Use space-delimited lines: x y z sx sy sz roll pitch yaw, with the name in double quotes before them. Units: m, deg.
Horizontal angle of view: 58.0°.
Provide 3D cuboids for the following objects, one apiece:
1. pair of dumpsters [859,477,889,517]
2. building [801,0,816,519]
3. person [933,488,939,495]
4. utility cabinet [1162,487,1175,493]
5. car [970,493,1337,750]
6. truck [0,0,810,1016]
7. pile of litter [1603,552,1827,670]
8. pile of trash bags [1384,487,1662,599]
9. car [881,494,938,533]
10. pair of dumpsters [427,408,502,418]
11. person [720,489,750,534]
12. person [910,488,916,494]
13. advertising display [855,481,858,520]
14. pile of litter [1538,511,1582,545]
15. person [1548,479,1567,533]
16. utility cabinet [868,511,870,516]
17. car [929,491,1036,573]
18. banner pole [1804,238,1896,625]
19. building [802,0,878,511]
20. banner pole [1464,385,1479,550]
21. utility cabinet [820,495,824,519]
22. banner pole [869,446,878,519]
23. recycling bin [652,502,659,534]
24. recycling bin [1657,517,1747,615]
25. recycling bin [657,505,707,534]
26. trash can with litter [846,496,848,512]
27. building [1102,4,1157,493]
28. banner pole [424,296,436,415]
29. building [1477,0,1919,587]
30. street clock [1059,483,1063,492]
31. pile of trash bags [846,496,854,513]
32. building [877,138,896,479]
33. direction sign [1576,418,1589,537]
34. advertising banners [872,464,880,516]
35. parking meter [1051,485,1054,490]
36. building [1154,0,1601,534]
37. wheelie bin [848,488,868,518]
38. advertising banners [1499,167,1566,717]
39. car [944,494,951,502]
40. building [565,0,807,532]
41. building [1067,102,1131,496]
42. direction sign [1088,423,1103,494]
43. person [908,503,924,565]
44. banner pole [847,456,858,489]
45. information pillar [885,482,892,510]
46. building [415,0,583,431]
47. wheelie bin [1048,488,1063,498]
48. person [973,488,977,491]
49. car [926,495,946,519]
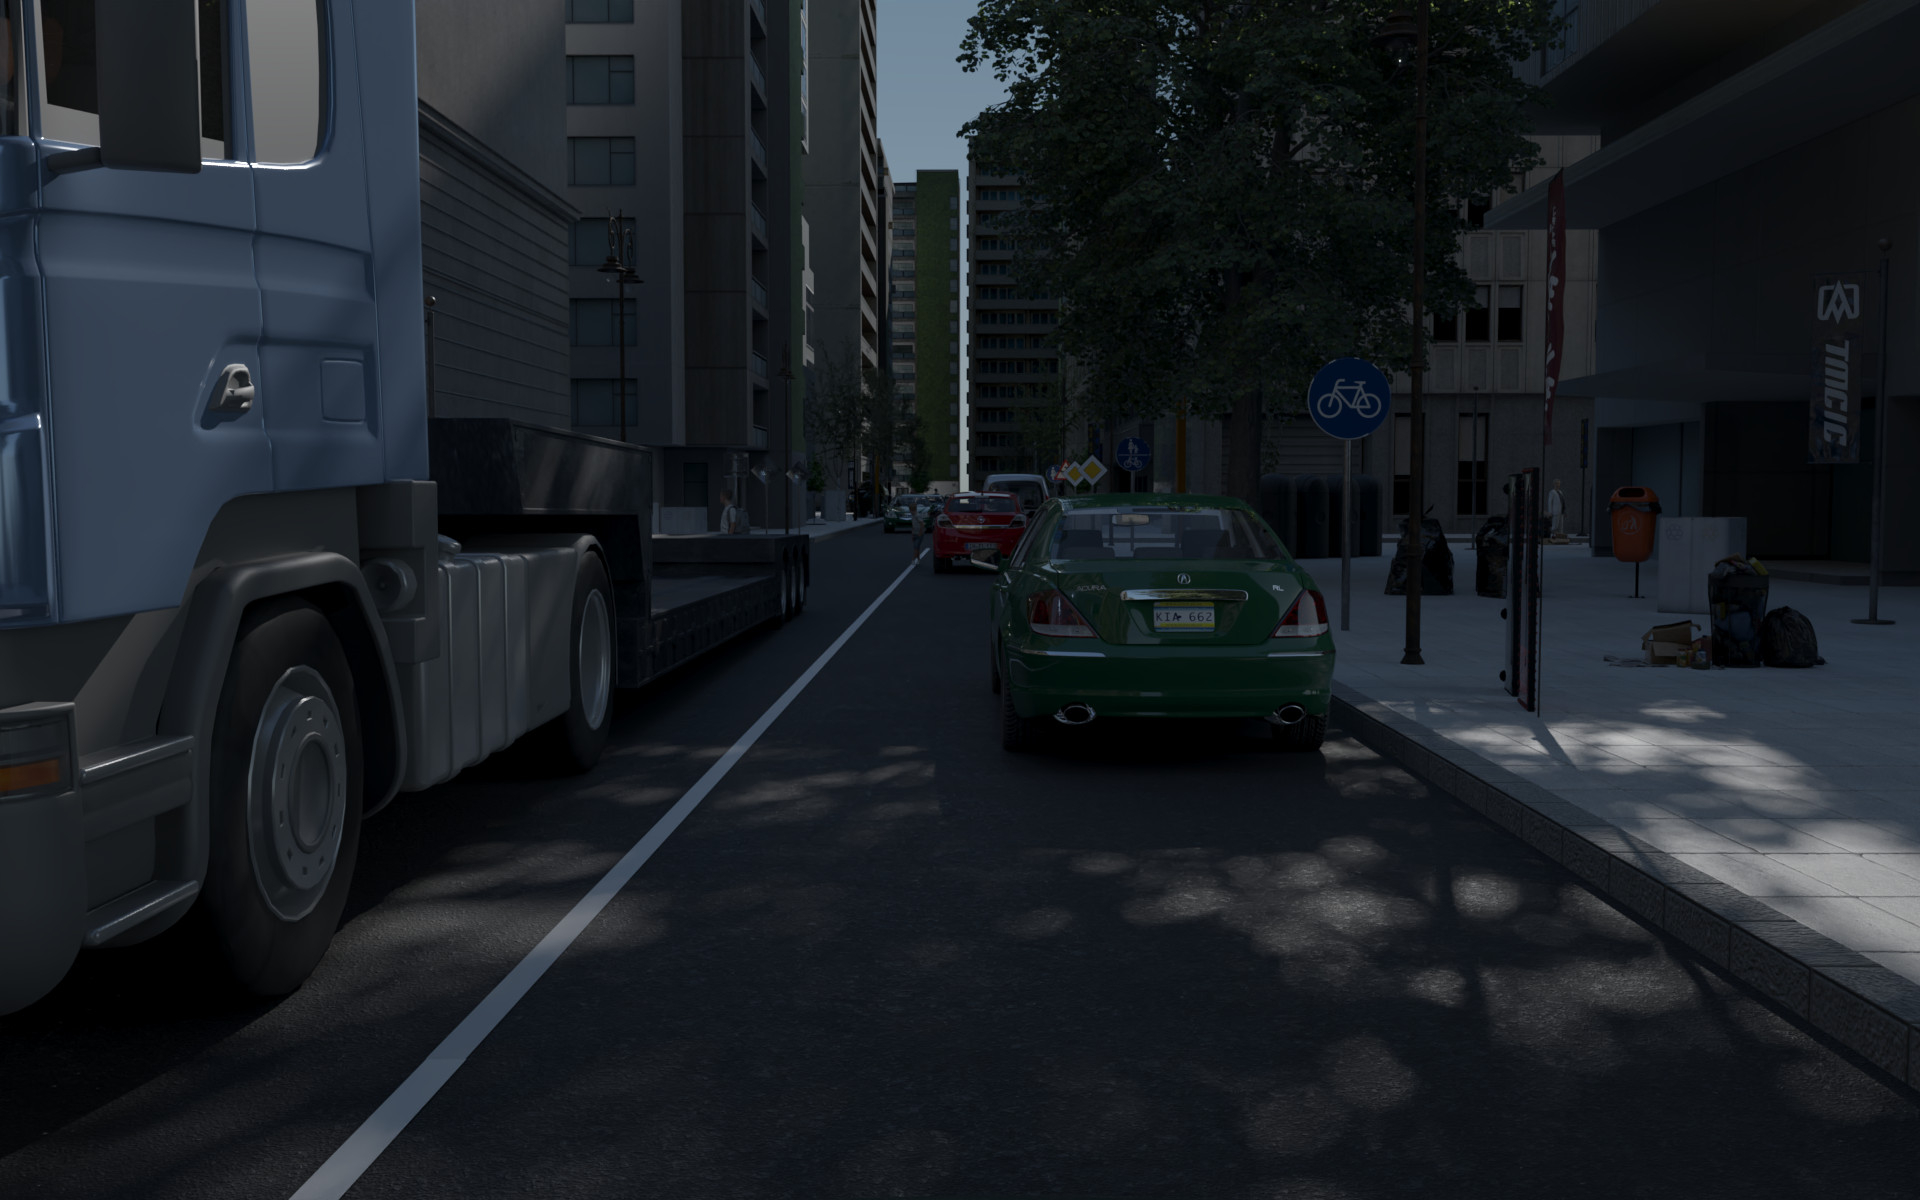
"pair of dumpsters" -4.836 -5.759 96.651 1.574 2.255 4.437 0 4 0
"building" -18.799 -47.837 94.814 22.319 86.520 31.000 0 4 1
"person" -1.397 -6.023 107.319 0.599 1.781 0.374 1 4 18
"utility cabinet" 6.820 -2.926 56.513 0.318 1.500 1.173 1 4 17
"car" 1.131 0.042 11.116 2.131 1.459 4.920 0 4 0
"truck" -3.071 -1.355 11.910 2.967 4.110 18.799 0 3 0
"pile of litter" 5.720 0.052 13.117 1.719 0.858 1.176 1 4 10
"pile of trash bags" 7.061 -0.746 21.944 3.447 1.369 1.912 2 4 33
"car" -1.883 -3.279 65.418 2.131 1.459 4.920 0 4 1
"pair of dumpsters" -5.740 -0.965 18.269 1.574 2.255 4.437 0 4 1
"person" -3.331 -0.855 25.079 0.503 1.515 0.523 3 5 43
"person" -3.011 -6.277 111.102 0.573 1.828 0.580 -3 5 -44
"advertising display" -5.125 -4.913 85.546 0.123 1.923 0.974 0 4 1
"pile of litter" 14.932 -1.831 43.903 1.719 0.858 1.176 1 4 12
"person" 16.280 -2.390 47.454 0.818 1.842 0.514 2 4 28
"utility cabinet" -5.778 -5.638 103.342 0.306 1.237 1.020 2 4 30
"car" 0.461 -1.458 32.876 2.155 1.783 4.494 0 4 2
"banner pole" 8.854 -1.661 17.177 0.863 3.779 0.401 2 4 33
"building" -17.835 -31.426 137.514 21.300 48.544 21.600 0 4 1
"banner pole" 11.899 -3.064 40.106 0.401 3.779 0.863 1 4 12
"utility cabinet" -6.808 -4.838 90.265 0.306 1.237 1.020 3 5 41
"banner pole" -4.537 -6.076 89.357 0.401 3.779 0.863 1 4 17
"recycling bin" -9.477 -2.415 52.045 0.722 1.027 0.722 0 4 2
"recycling bin" 8.034 -0.379 18.751 0.722 1.027 0.722 3 5 40
"recycling bin" -5.305 -1.269 33.300 0.722 1.027 0.722 1 4 10
"trash can with litter" -8.011 -6.365 115.452 1.055 1.170 0.624 2 4 33
"building" 14.562 -17.578 80.916 14.314 27.812 24.014 0 4 1
"banner pole" -6.825 -1.946 21.828 0.401 3.779 0.863 2 4 31
"building" 23.847 -26.437 21.484 28.713 52.752 27.495 0 4 1
"street clock" 6.423 -6.405 109.291 0.358 2.002 0.471 -2 4 -25
"pile of trash bags" -6.536 -6.620 117.995 1.912 1.369 3.447 -3 5 -43
"building" -19.045 -30.117 184.297 23.993 40.220 32.217 0 4 1
"direction sign" 18.840 -3.690 52.325 0.379 3.537 0.876 1 4 8
"advertising banners" -4.973 -6.455 101.729 0.090 3.025 2.074 1 4 12
"parking meter" 5.897 -6.288 108.524 0.399 1.863 0.255 -3 5 -42
"building" 17.369 -14.819 60.316 19.932 24.808 12.078 0 4 1
"wheelie bin" -5.355 -5.228 93.389 0.980 1.594 0.693 -3 4 -38
"advertising banners" 3.417 -0.867 10.364 0.090 3.025 2.074 1 4 11
"car" -0.923 -10.384 181.775 2.014 1.417 4.499 0 3 0
"building" -13.200 -23.068 60.764 14.154 41.232 14.086 0 4 1
"building" 17.253 -18.681 109.956 19.350 26.468 34.151 0 4 1
"direction sign" 4.278 -3.874 55.330 0.379 3.537 0.876 -1 4 -18
"person" -0.877 -1.331 34.945 0.352 1.250 0.332 1 4 8
"banner pole" -6.942 -7.535 113.206 0.863 3.779 0.401 0 4 7
"information pillar" -4.212 -5.944 101.672 0.304 2.012 0.304 -2 4 -29
"building" -20.673 -11.763 34.132 24.055 21.916 13.314 0 4 1
"wheelie bin" 5.159 -5.225 93.342 0.693 1.594 0.980 -3 4 -38
"person" 0.673 -4.739 86.818 0.643 1.720 0.563 2 4 32
"car" -1.519 -4.783 90.202 2.014 1.417 4.499 0 4 2
